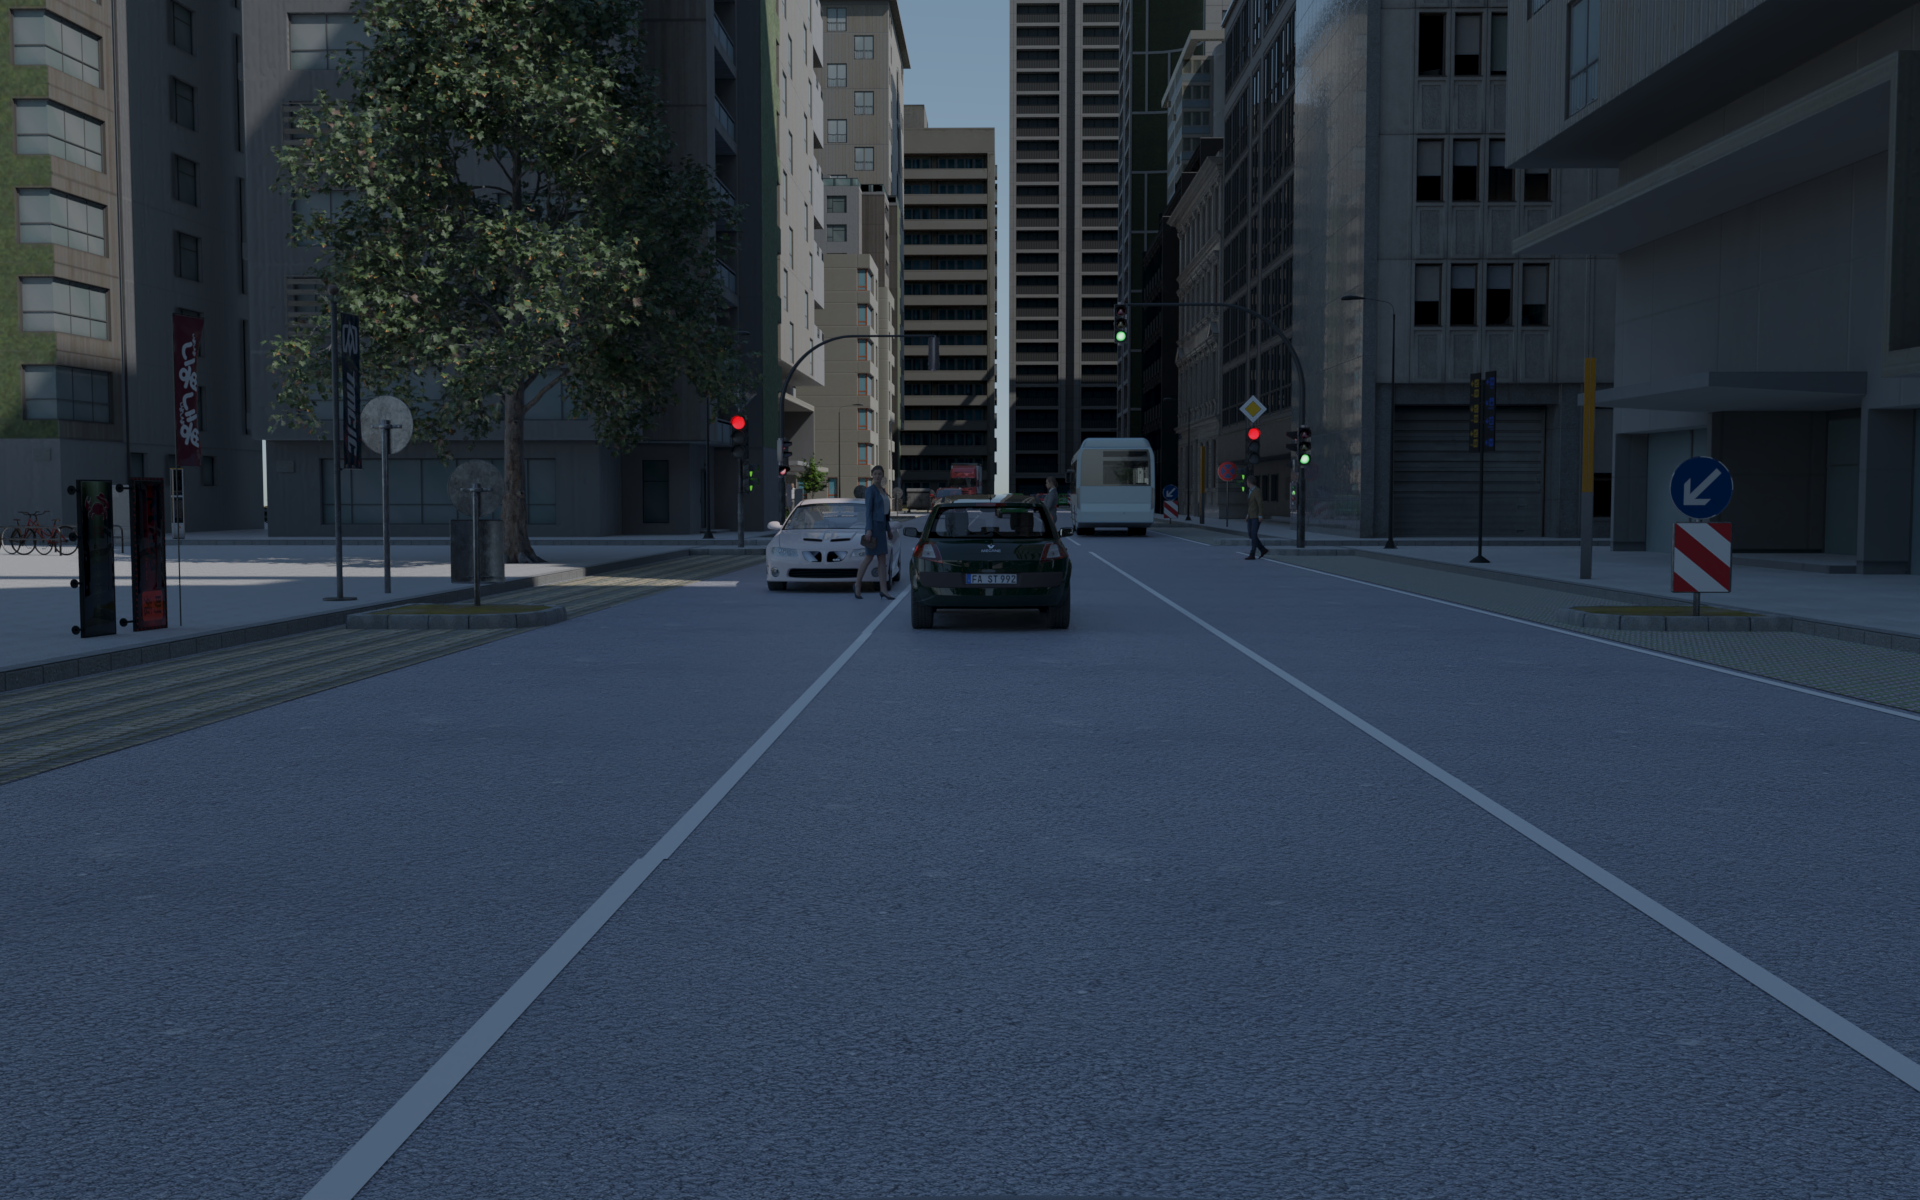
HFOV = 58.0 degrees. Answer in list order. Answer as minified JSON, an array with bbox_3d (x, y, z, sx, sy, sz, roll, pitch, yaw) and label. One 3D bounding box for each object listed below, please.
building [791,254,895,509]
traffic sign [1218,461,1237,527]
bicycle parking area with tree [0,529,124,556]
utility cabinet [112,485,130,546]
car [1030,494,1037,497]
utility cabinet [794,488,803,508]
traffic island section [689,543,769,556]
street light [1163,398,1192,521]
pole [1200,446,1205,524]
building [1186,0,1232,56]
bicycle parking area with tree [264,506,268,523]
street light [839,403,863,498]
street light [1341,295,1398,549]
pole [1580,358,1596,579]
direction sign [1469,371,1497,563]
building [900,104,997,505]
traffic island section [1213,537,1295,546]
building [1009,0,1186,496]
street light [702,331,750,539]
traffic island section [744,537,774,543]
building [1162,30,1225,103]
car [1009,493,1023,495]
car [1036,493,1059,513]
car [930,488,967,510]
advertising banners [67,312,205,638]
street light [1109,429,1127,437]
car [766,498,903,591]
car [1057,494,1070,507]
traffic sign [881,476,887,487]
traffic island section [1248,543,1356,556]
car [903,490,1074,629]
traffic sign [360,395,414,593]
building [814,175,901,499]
[{"bbox_3d":[-19.974,-18.019,139.643,27.650,21.520,28.899,0,4,1],"label":"building"},{"bbox_3d":[10.420,-4.120,67.466,0.768,2.556,0.104,0,4,5],"label":"traffic sign"},{"bbox_3d":[-22.161,-2.935,34.989,9.016,4.147,8.231,2,4,28],"label":"bicycle parking area with tree"},{"bbox_3d":[-20.315,-2.085,42.771,1.173,1.500,0.318,-1,4,-20],"label":"utility cabinet"},{"bbox_3d":[7.375,-9.491,167.180,2.014,1.417,4.499,0,4,2],"label":"car"},{"bbox_3d":[-6.389,-3.657,68.464,0.318,1.500,1.173,0,4,-3],"label":"utility cabinet"},{"bbox_3d":[-5.288,-1.187,41.683,2.009,0.180,2.903,0,4,1],"label":"traffic island section"},{"bbox_3d":[10.526,-6.806,83.812,1.470,5.913,1.316,0,4,1],"label":"street light"},{"bbox_3d":[10.351,-4.901,73.977,0.158,3.312,0.155,0,3,0],"label":"pole"},{"bbox_3d":[23.666,-44.346,163.310,20.563,71.187,20.611,0,4,1],"label":"building"},{"bbox_3d":[-29.606,-5.300,73.654,8.231,4.147,9.016,-3,5,-42],"label":"bicycle parking area with tree"},{"bbox_3d":[-5.645,-7.113,88.833,1.470,5.913,1.316,0,4,1],"label":"street light"},{"bbox_3d":[9.586,-4.161,40.570,1.470,5.913,1.316,0,4,1],"label":"street light"},{"bbox_3d":[9.451,-1.970,26.054,0.158,3.312,0.155,0,3,0],"label":"pole"},{"bbox_3d":[9.714,-2.462,32.259,0.379,3.537,0.876,-1,4,-13],"label":"direction sign"},{"bbox_3d":[-6.098,-36.409,218.987,21.600,48.544,21.300,0,4,1],"label":"building"},{"bbox_3d":[8.329,-1.656,49.360,2.009,0.180,2.903,0,4,1],"label":"traffic island section"},{"bbox_3d":[16.476,-47.691,218.004,20.611,71.187,20.563,0,4,1],"label":"building"},{"bbox_3d":[-6.684,-4.711,49.563,1.470,5.913,1.316,0,4,1],"label":"street light"},{"bbox_3d":[-5.108,-1.675,49.667,2.009,0.180,2.903,0,4,1],"label":"traffic island section"},{"bbox_3d":[29.726,-27.449,140.670,32.217,40.220,23.993,0,4,1],"label":"building"},{"bbox_3d":[3.145,-5.821,103.965,1.959,1.807,4.718,0,4,-1],"label":"car"},{"bbox_3d":[6.594,-7.676,134.540,2.155,1.783,4.494,0,4,2],"label":"car"},{"bbox_3d":[-0.604,-5.708,102.001,2.281,1.827,5.304,0,4,1],"label":"car"},{"bbox_3d":[-7.653,-1.226,16.241,0.090,3.025,2.074,1,4,9],"label":"advertising banners"},{"bbox_3d":[11.377,-9.257,123.890,1.470,5.913,1.316,0,4,1],"label":"street light"},{"bbox_3d":[-1.919,-0.910,27.234,2.083,1.381,4.827,0,4,1],"label":"car"},{"bbox_3d":[11.190,-10.862,186.391,1.959,1.807,4.718,0,4,-1],"label":"car"},{"bbox_3d":[-5.291,-7.128,116.650,0.768,2.556,0.104,0,4,3],"label":"traffic sign"},{"bbox_3d":[8.150,-1.168,41.377,2.009,0.180,2.903,0,4,1],"label":"traffic island section"},{"bbox_3d":[0.331,-0.614,19.819,2.009,1.686,4.222,0,4,0],"label":"car"},{"bbox_3d":[-7.399,-1.359,22.318,0.768,2.556,0.104,1,4,10],"label":"traffic sign"},{"bbox_3d":[-12.920,-23.793,160.724,14.160,30.474,14.107,0,4,1],"label":"building"}]
